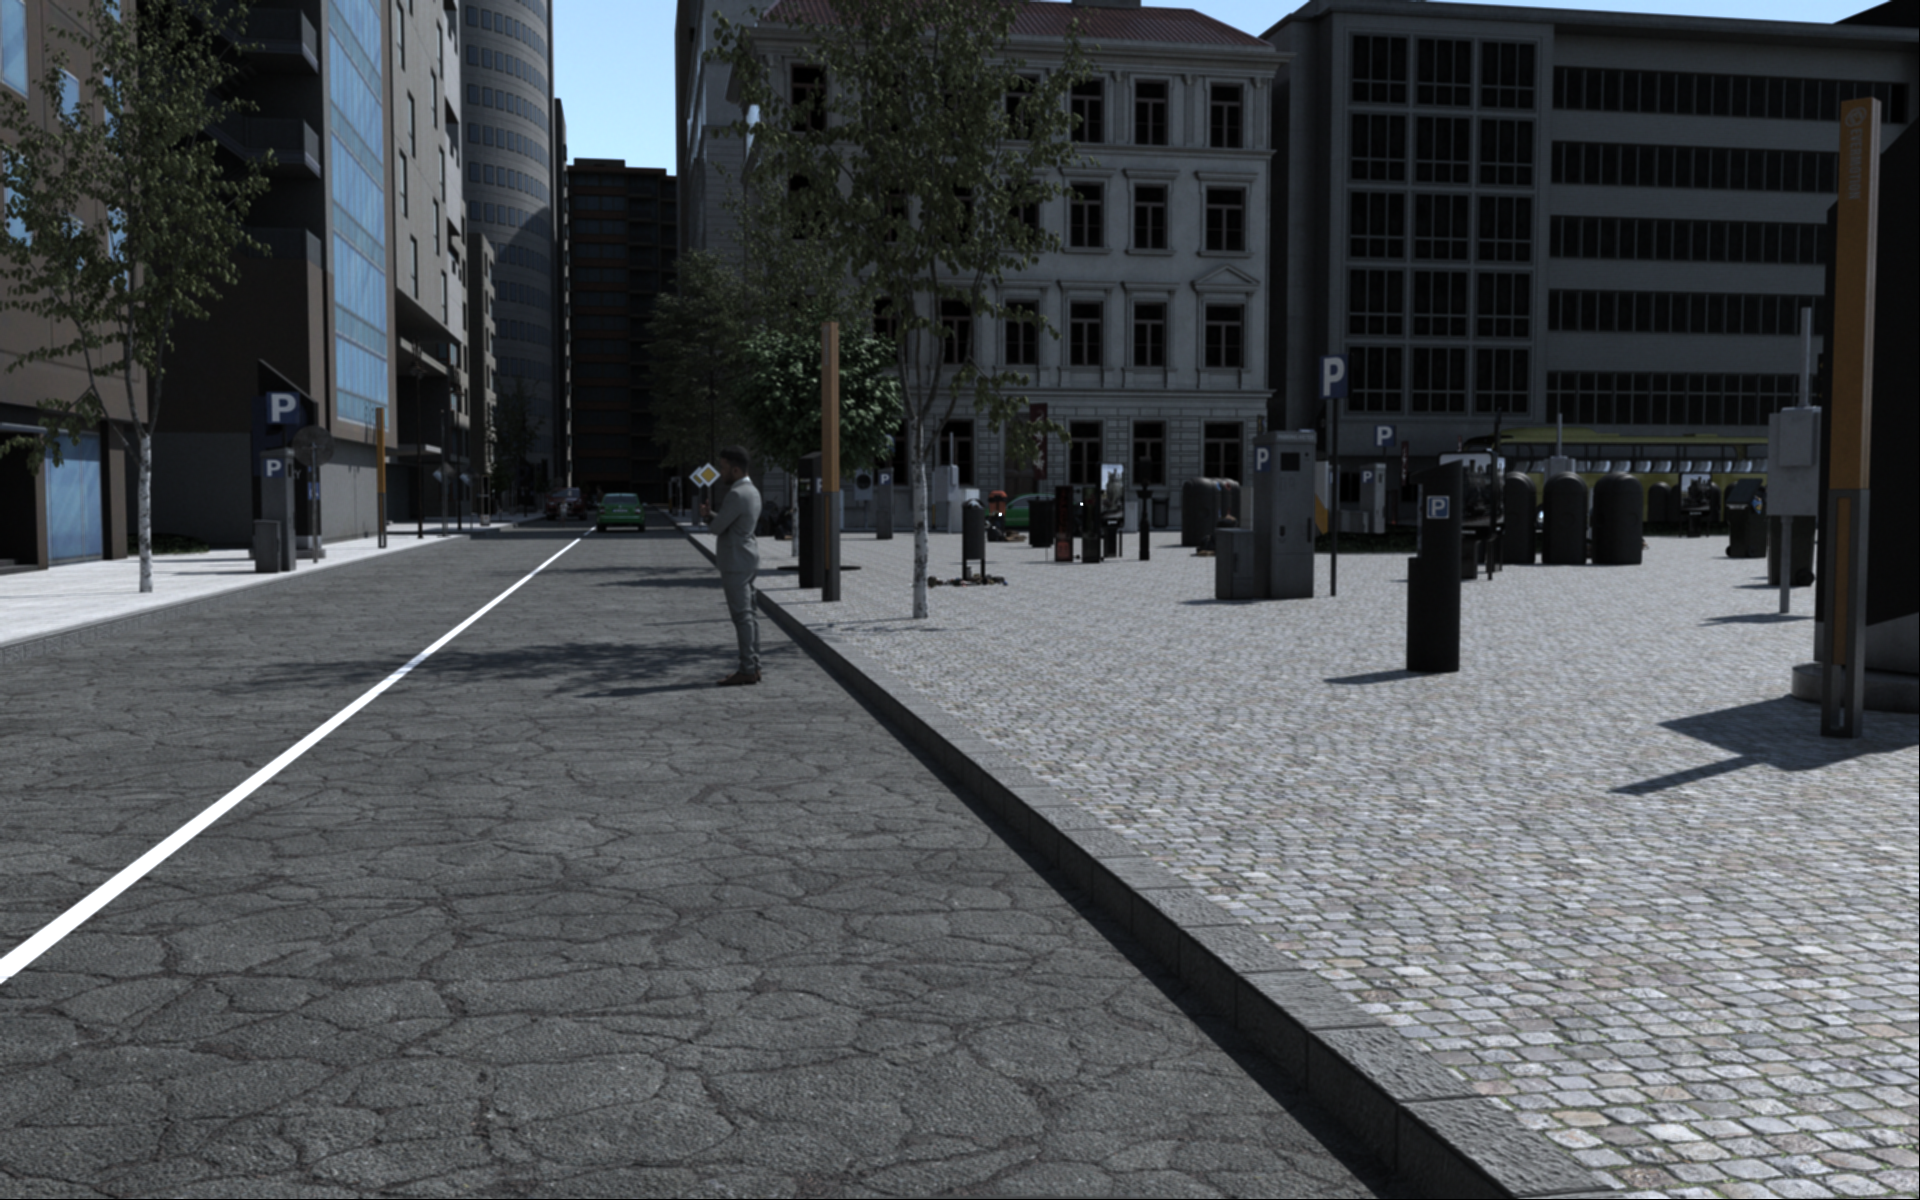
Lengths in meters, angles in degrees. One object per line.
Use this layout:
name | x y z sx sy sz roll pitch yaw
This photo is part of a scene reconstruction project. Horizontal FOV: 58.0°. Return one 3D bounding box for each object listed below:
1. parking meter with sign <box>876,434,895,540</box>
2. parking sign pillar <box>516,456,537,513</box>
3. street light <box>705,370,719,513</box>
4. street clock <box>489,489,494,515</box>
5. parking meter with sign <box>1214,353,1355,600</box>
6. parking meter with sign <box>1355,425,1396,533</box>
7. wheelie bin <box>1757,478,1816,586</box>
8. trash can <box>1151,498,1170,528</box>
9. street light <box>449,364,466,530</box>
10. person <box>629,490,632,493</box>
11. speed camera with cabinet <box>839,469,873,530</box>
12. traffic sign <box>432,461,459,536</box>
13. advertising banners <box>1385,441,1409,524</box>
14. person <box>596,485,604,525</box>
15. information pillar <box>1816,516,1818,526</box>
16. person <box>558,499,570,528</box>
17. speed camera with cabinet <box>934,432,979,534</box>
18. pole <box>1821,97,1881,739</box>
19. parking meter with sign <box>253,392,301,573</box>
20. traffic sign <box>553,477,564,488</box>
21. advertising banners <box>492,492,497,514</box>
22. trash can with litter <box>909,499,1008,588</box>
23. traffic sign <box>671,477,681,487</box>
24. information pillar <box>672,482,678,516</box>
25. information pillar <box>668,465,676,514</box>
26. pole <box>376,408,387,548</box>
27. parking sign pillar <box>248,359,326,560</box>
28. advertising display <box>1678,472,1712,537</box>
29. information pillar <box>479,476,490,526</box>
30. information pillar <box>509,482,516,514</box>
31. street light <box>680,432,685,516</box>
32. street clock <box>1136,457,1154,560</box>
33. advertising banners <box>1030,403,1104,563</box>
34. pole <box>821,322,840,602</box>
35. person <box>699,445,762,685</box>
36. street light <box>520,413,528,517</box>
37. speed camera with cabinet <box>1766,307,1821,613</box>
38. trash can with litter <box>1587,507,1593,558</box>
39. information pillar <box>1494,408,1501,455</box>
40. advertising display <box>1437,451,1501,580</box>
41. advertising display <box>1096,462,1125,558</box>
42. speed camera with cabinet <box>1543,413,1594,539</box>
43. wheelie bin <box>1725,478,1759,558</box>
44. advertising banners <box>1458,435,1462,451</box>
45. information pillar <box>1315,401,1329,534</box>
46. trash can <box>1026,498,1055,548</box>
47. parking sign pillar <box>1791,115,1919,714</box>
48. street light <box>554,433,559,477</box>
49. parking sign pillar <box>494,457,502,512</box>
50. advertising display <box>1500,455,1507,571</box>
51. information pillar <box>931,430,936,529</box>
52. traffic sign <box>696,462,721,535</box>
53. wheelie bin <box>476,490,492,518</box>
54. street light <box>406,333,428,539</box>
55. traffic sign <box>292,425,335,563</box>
parking meter with sign | -2.151 -3.253 49.451 0.543 3.016 1.738 0 4 0
parking sign pillar | -29.440 -7.877 117.264 1.447 3.967 1.447 2 4 34
street light | -9.196 -5.602 64.385 0.468 5.910 1.993 -1 4 -10
street clock | -29.214 -6.321 107.921 0.358 2.002 0.471 -3 5 -41
parking meter with sign | 3.968 -1.533 21.334 1.738 3.016 0.543 -2 4 -28
parking meter with sign | 10.243 -2.866 43.113 0.543 3.016 1.738 3 4 36
wheelie bin | 11.686 -1.007 24.376 0.693 1.594 0.980 1 4 20
trash can | 7.549 -3.282 65.315 0.748 1.137 0.748 0 3 0
street light | -17.823 -5.427 61.515 0.468 5.910 1.993 -1 4 -10
person | -29.305 -8.906 154.249 0.705 1.807 1.348 -1 4 -9
speed camera with cabinet | -4.212 -4.186 62.782 2.038 3.252 0.660 -1 4 -11
traffic sign | -15.809 -3.037 53.295 0.795 2.450 0.064 -1 4 -10
advertising banners | 14.558 -3.783 58.040 0.090 3.025 2.074 -1 4 -10
person | -16.507 -4.350 79.528 0.656 1.842 0.836 2 4 29
information pillar | 34.876 -4.044 70.618 0.304 2.012 0.304 1 4 12
person | -16.848 -3.678 73.644 0.505 1.210 0.382 -3 4 -38
speed camera with cabinet | -0.102 -3.785 56.221 0.660 3.252 2.038 2 4 30
pole | 4.671 -0.932 9.079 0.158 3.312 0.155 0 3 0
parking meter with sign | -11.368 -1.990 28.790 0.543 3.016 1.738 -1 4 -11
traffic sign | -30.115 -7.942 129.960 0.768 2.556 0.104 -1 4 -8
advertising banners | -29.477 -6.941 109.674 0.090 3.025 2.074 -2 4 -25
trash can with litter | -0.101 -0.828 24.591 1.678 1.210 2.233 2 4 32
traffic sign | -16.850 -6.164 102.915 0.606 2.300 0.079 0 4 -2
information pillar | -16.670 -5.916 101.226 0.304 2.012 0.304 0 4 3
information pillar | -18.877 -7.471 113.501 0.504 3.616 0.183 -1 4 -13
pole | -13.709 -2.885 41.021 0.158 3.312 0.155 0 3 0
parking sign pillar | -13.406 -2.810 34.413 1.447 3.967 1.447 1 4 16
advertising display | 21.826 -2.829 51.461 0.974 1.923 0.123 0 4 -5
information pillar | -18.977 -3.954 69.146 0.304 2.012 0.304 -3 4 -36
information pillar | -28.219 -6.400 109.138 0.304 2.012 0.304 1 4 16
street light | -16.052 -7.805 100.404 0.468 5.910 1.993 -1 4 -10
street clock | 3.573 -1.770 33.511 0.358 2.002 0.471 0 4 3
advertising banners | 1.989 -2.237 32.755 0.090 3.025 2.074 -3 4 -38
pole | -1.543 -1.639 20.647 0.158 3.312 0.155 0 3 0
person | -1.740 -0.274 13.157 0.466 1.800 0.511 0 4 -6
street light | -24.313 -7.581 96.742 0.468 5.910 1.993 -1 4 -10
speed camera with cabinet | 9.527 -1.449 18.020 0.660 3.252 2.038 -3 4 -36
trash can with litter | 12.866 -1.432 34.808 1.055 1.170 0.624 -3 5 -40
information pillar | 14.565 -3.402 46.983 0.183 3.616 0.504 2 4 28
advertising display | 7.623 -1.277 26.090 0.123 1.923 0.974 -3 5 -41
advertising display | 3.033 -1.820 34.971 0.123 1.923 0.974 2 4 35
speed camera with cabinet | 15.409 -2.942 42.441 2.038 3.252 0.660 2 4 27
wheelie bin | 15.977 -1.662 35.089 0.693 1.594 0.980 -1 4 -18
advertising banners | 15.269 -3.440 52.435 0.090 3.025 2.074 2 4 28
information pillar | 9.151 -3.204 43.743 0.183 3.616 0.504 -1 4 -20
trash can | 1.963 -1.836 41.672 0.748 1.137 0.748 0 3 0
parking sign pillar | 5.946 -1.354 10.602 1.447 3.967 1.447 -1 4 -19
street light | -30.722 -9.725 131.786 0.468 5.910 1.993 -1 4 -10
parking sign pillar | -34.070 -8.421 126.162 1.447 3.967 1.447 -3 5 -42
advertising display | 8.786 -1.421 28.442 0.123 1.923 0.974 2 4 30
information pillar | -0.963 -4.411 63.482 0.183 3.616 0.504 0 3 0
traffic sign | -7.944 -3.124 54.726 0.795 2.450 0.064 -1 4 -10
wheelie bin | -25.852 -5.265 93.985 0.693 1.594 0.980 0 4 3
street light | -15.593 -4.715 49.879 0.468 5.910 1.993 -1 4 -10
traffic sign | -11.992 -1.960 32.151 0.768 2.556 0.104 -1 4 -9
